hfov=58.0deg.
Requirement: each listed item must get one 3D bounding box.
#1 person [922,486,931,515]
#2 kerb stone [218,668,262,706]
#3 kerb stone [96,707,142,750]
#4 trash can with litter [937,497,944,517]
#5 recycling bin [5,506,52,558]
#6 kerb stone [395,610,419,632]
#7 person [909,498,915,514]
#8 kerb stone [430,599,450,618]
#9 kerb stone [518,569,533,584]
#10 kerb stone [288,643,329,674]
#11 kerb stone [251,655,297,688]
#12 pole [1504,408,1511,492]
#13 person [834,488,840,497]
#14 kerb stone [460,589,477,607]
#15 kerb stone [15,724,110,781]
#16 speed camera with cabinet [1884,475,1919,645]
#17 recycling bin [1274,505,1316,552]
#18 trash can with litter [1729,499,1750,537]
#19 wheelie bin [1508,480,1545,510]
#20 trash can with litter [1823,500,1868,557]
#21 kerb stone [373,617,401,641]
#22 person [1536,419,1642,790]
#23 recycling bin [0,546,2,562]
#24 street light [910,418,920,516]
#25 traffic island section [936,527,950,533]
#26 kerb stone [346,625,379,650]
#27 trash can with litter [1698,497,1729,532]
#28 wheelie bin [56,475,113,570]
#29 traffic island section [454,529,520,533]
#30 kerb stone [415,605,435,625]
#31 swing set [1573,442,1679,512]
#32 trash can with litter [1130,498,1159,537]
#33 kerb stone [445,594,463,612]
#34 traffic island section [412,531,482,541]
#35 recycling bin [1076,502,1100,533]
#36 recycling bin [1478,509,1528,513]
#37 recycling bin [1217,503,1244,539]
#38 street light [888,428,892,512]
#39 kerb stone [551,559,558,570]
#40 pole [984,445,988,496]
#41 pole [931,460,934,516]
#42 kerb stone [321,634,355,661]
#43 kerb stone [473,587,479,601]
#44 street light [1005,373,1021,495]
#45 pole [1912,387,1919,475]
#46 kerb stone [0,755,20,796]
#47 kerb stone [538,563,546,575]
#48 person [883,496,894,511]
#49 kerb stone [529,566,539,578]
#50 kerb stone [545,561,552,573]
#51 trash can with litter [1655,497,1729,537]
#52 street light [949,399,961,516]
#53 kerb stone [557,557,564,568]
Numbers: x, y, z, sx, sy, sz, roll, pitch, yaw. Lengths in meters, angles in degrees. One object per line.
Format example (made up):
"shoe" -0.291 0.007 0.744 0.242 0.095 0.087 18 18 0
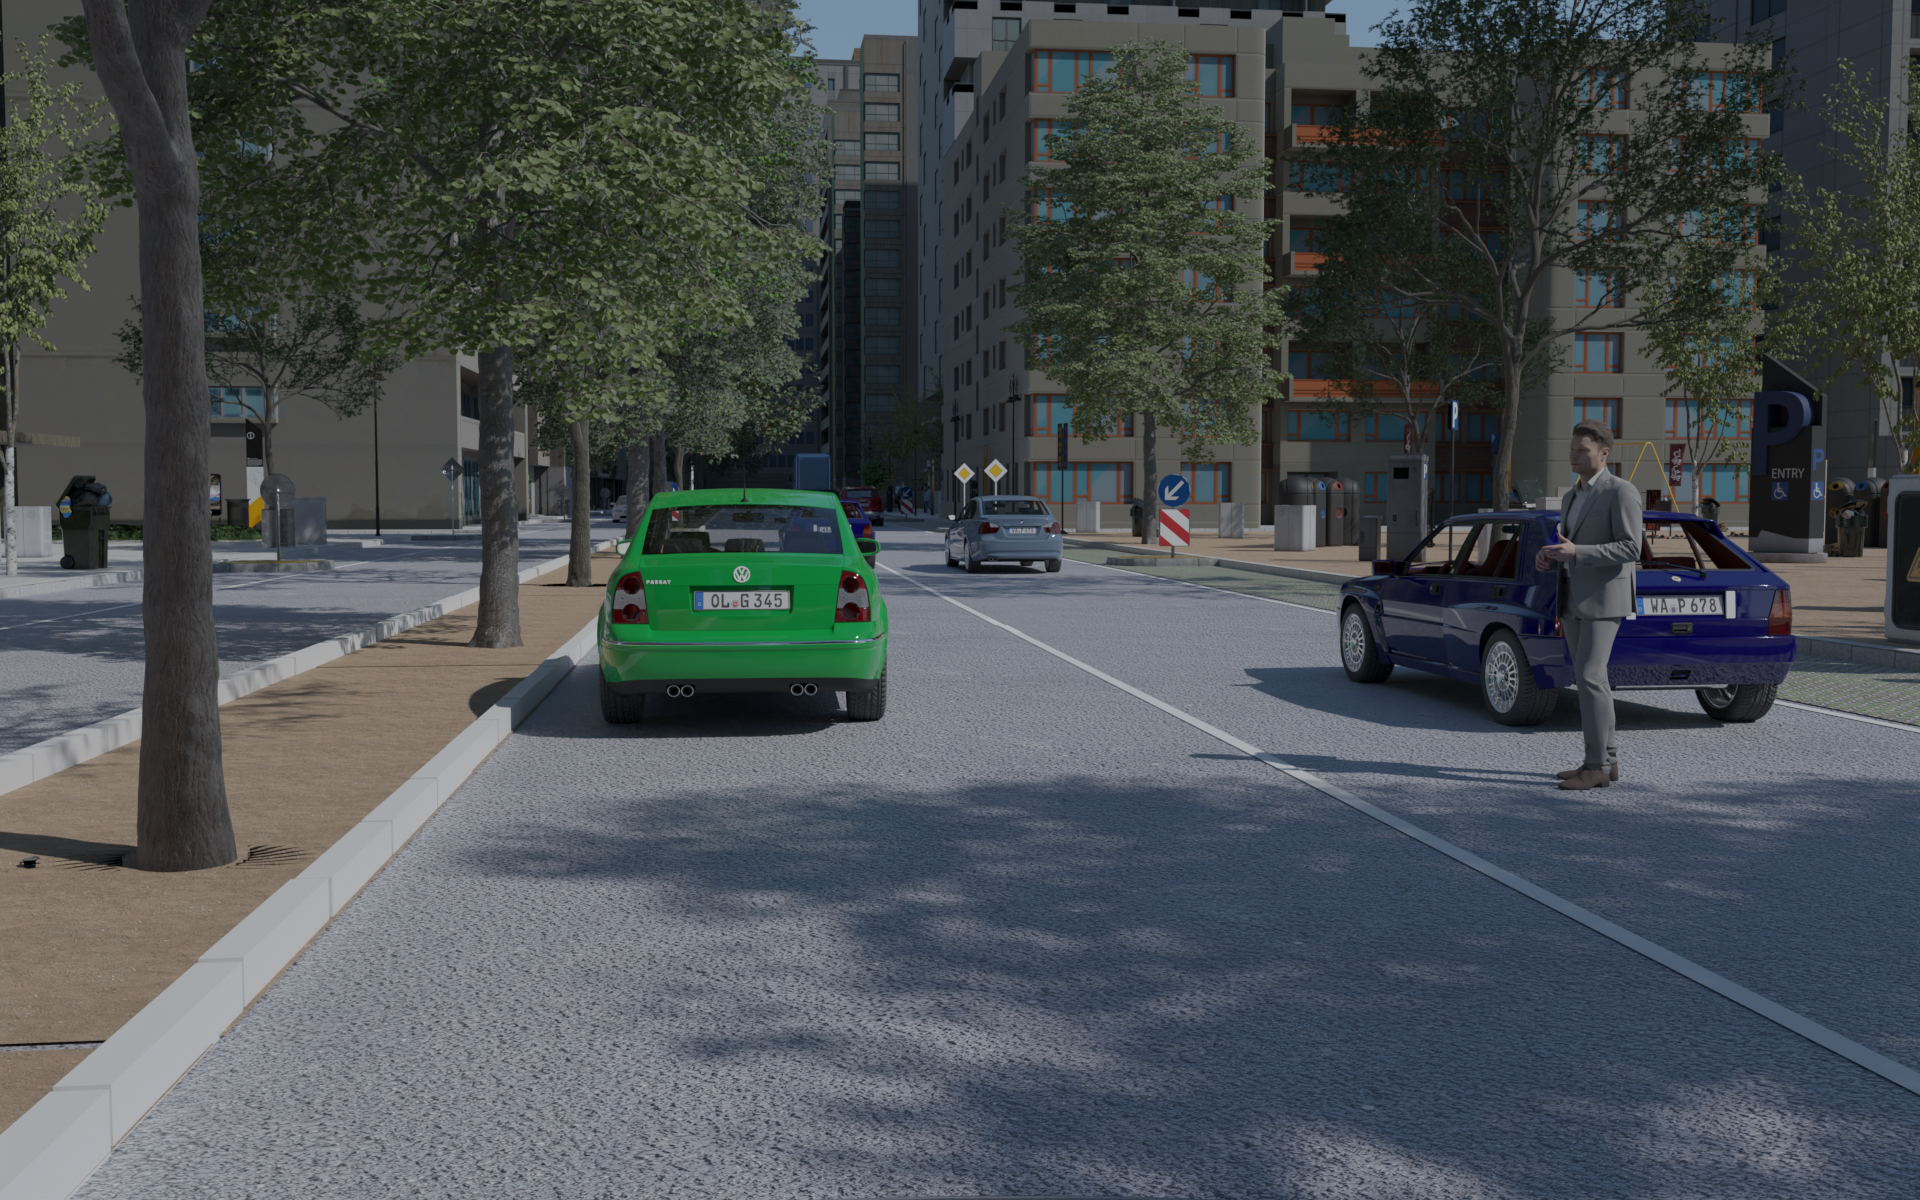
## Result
"person" -1.960 -6.088 105.839 0.793 1.790 0.793 0 4 -4
"kerb stone" -5.096 0.618 12.094 0.120 0.150 1.000 0 4 -7
"kerb stone" -4.832 0.747 10.064 0.120 0.150 1.000 0 4 -7
"trash can with litter" -0.263 -5.851 106.723 2.233 1.210 1.678 0 4 4
"recycling bin" -18.910 -1.382 35.144 0.722 1.027 0.722 -1 4 -14
"kerb stone" -5.867 0.245 18.189 0.120 0.150 1.000 0 4 -7
"person" -3.249 -6.306 113.422 0.640 1.303 0.475 0 4 -5
"kerb stone" -6.127 0.126 20.222 0.120 0.150 1.000 0 4 -7
"kerb stone" -7.159 -0.376 28.360 0.120 0.150 1.000 0 4 -7
"kerb stone" -5.347 0.494 14.123 0.120 0.150 1.000 0 4 -7
"kerb stone" -5.231 0.560 13.108 0.120 0.150 1.000 0 4 -7
"pole" 12.978 -2.892 41.125 0.158 3.312 0.155 0 3 0
"person" -7.387 -5.538 99.259 1.509 1.804 0.699 0 4 7
"kerb stone" -6.382 -0.004 22.256 0.120 0.150 1.000 0 4 -7
"kerb stone" -4.701 0.804 9.050 0.120 0.150 1.000 0 4 -7
"speed camera with cabinet" 8.458 -1.206 14.062 0.660 3.252 2.038 0 4 -8
"recycling bin" 7.521 -1.610 38.876 0.722 1.027 0.722 2 4 34
"trash can with litter" 23.801 -2.516 52.189 1.678 1.210 2.233 -1 4 -14
"wheelie bin" 12.765 -1.910 39.141 0.980 1.594 0.693 -1 4 -14
"trash can with litter" 18.002 -1.468 35.384 0.624 1.170 1.055 -1 4 -11
"kerb stone" -5.733 0.307 17.171 0.120 0.150 1.000 0 4 -7
"person" 3.049 0.008 8.566 0.583 1.804 0.606 -1 4 -18
"recycling bin" -18.535 -1.223 32.546 0.722 1.027 0.722 -1 4 -9
"street light" -2.617 -7.919 102.258 0.468 5.910 1.993 0 4 -7
"traffic island section" 0.205 -2.610 64.956 2.009 0.180 2.903 0 4 -7
"kerb stone" -5.613 0.369 16.156 0.120 0.150 1.000 0 4 -7
"trash can with litter" 25.404 -2.875 58.399 1.055 1.170 0.624 -2 4 -33
"wheelie bin" -14.959 -1.331 29.670 0.693 1.594 0.980 0 4 4
"traffic island section" -17.097 -2.476 62.759 2.009 0.180 2.903 0 4 -7
"kerb stone" -5.996 0.187 19.207 0.120 0.150 1.000 0 4 -7
"swing set" 20.424 -3.412 53.413 2.862 2.851 3.119 -1 4 -12
"trash can with litter" 5.580 -2.470 51.771 0.624 1.170 1.055 -3 5 -40
"kerb stone" -6.262 0.059 21.235 0.120 0.150 1.000 0 4 -7
"traffic island section" -16.085 -1.991 54.838 2.009 0.180 2.903 0 4 -7
"recycling bin" 4.254 -2.755 57.592 0.722 1.027 0.722 1 4 12
"recycling bin" 9.161 -1.021 29.250 0.722 1.027 0.722 1 4 8
"recycling bin" 7.861 -2.310 50.319 0.722 1.027 0.722 0 4 5
"street light" -4.904 -9.038 120.560 0.468 5.910 1.993 0 4 -7
"kerb stone" -7.683 -0.626 32.432 0.120 0.150 1.000 0 4 -7
"pole" 1.079 -4.822 72.683 0.158 3.312 0.155 0 3 0
"pole" -1.650 -6.695 103.311 0.158 3.312 0.155 0 3 0
"kerb stone" -5.483 0.431 15.143 0.120 0.150 1.000 0 4 -7
"kerb stone" -6.518 -0.066 23.269 0.120 0.150 1.000 0 4 -7
"street light" 2.041 -5.713 66.198 0.468 5.910 1.993 0 4 -7
"pole" 18.364 -2.409 33.227 0.158 3.312 0.155 0 3 0
"kerb stone" -4.571 0.867 8.036 0.120 0.150 1.000 0 4 -7
"kerb stone" -7.426 -0.501 30.396 0.120 0.150 1.000 0 4 -7
"person" -5.328 -7.108 127.756 1.012 1.151 0.738 -3 5 -44
"kerb stone" -7.299 -0.440 29.382 0.120 0.150 1.000 0 4 -7
"kerb stone" -7.554 -0.561 31.410 0.120 0.150 1.000 0 4 -7
"trash can with litter" 20.381 -2.353 49.534 1.678 1.210 2.233 -2 4 -31
"street light" -0.230 -6.791 83.819 0.468 5.910 1.993 0 4 -7
"kerb stone" -7.814 -0.688 33.446 0.120 0.150 1.000 0 4 -7
